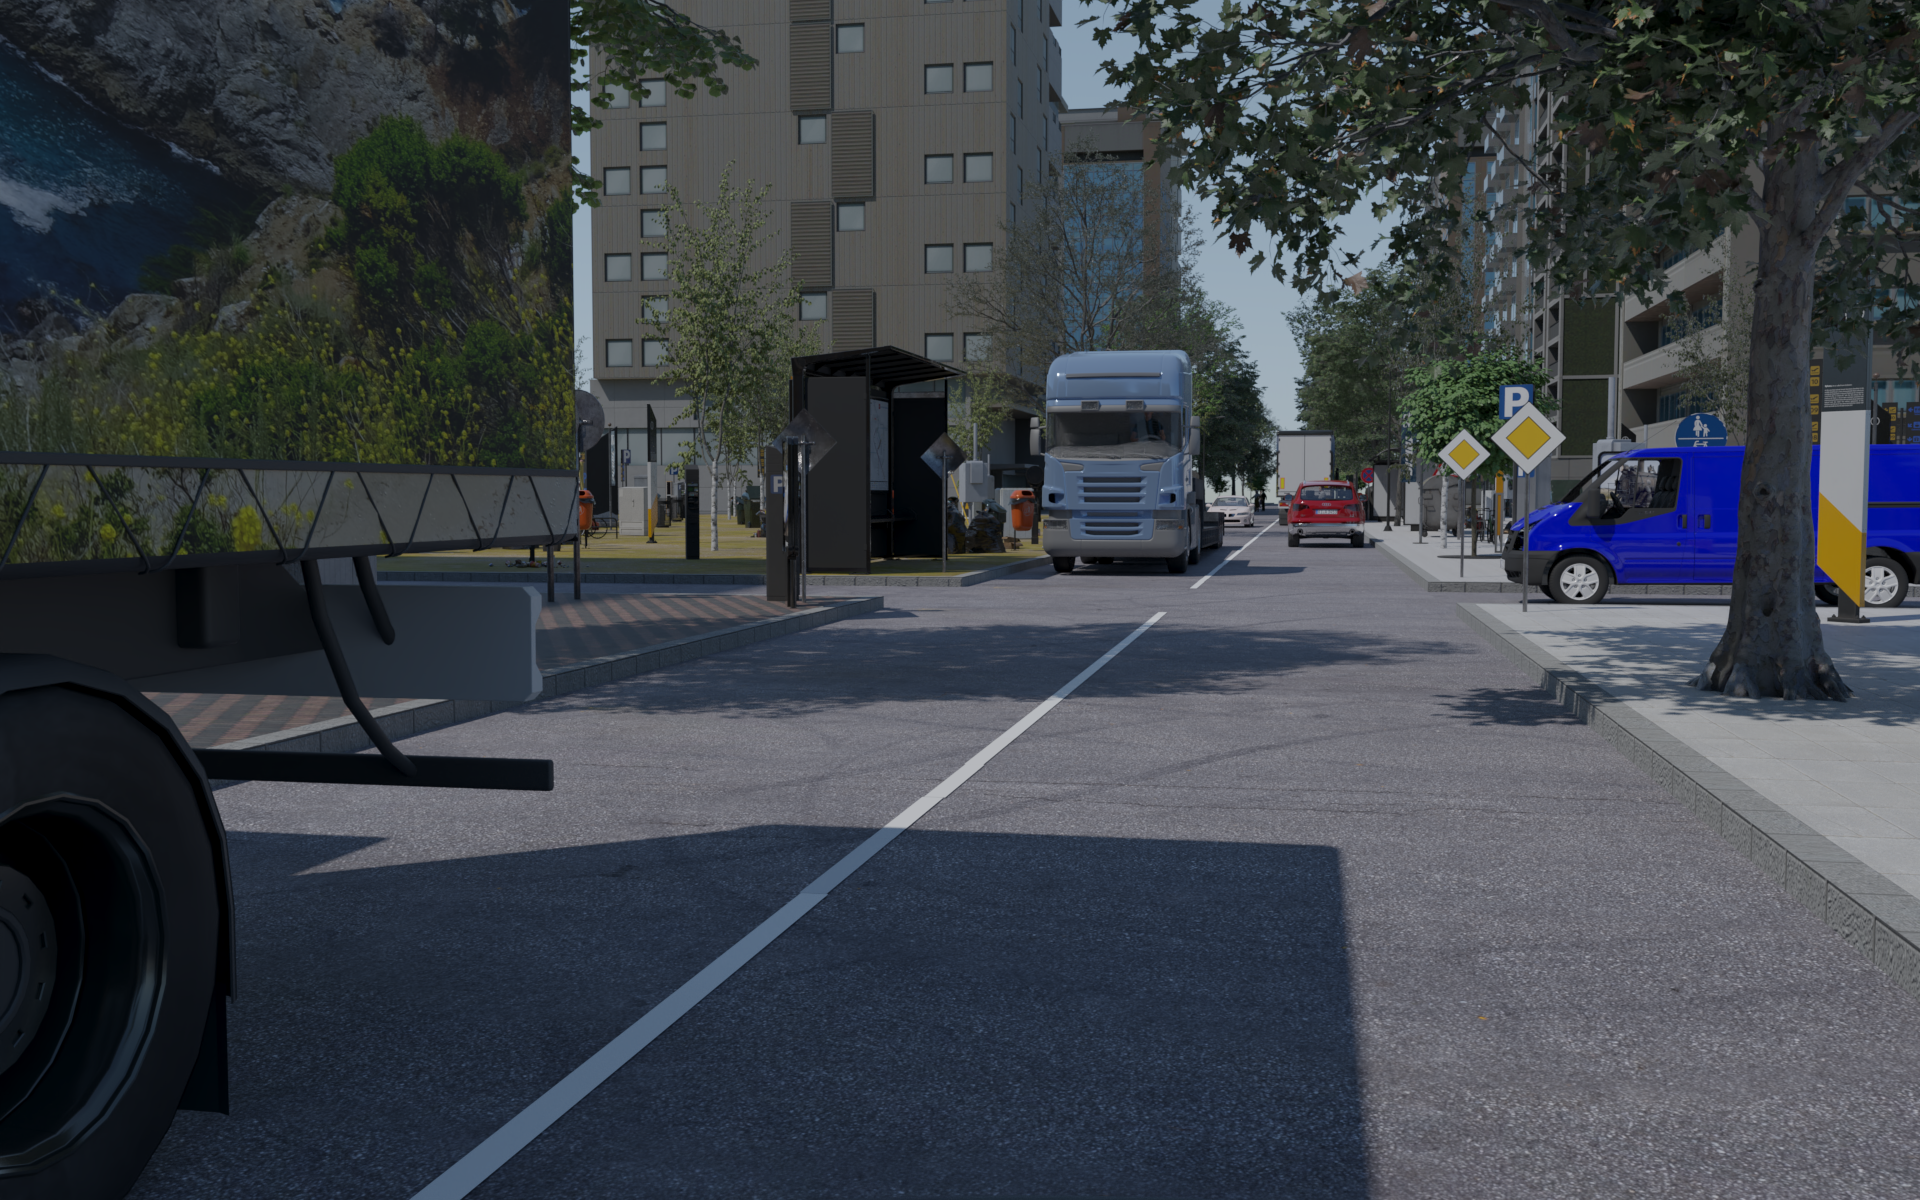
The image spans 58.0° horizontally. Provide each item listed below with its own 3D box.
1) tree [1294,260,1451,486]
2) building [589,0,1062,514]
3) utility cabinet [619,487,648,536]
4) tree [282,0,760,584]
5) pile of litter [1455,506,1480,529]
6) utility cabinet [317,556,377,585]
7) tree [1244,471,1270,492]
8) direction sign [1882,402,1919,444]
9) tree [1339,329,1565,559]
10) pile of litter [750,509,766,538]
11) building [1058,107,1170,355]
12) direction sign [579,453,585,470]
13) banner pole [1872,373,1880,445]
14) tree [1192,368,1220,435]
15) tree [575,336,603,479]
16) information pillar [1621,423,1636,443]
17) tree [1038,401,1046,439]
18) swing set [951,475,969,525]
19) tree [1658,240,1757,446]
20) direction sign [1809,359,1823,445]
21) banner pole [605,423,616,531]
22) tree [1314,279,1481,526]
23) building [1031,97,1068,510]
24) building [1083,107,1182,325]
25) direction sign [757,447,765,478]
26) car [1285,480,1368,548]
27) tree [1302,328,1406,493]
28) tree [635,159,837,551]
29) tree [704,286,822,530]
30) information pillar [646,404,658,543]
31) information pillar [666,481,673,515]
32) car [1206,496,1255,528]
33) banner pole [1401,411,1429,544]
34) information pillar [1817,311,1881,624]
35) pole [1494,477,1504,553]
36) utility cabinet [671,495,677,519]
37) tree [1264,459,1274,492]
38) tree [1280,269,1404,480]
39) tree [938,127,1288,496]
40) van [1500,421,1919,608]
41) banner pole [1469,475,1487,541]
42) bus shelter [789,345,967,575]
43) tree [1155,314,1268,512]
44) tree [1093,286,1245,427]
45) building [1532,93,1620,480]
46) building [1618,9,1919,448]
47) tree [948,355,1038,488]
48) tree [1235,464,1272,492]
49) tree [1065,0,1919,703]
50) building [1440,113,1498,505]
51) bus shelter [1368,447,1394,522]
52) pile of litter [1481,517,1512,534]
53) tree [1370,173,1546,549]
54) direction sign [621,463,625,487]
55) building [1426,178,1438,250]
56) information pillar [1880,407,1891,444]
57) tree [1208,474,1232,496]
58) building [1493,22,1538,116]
[{"bbox_3d":[22.140,-11.341,92.082,9.857,13.997,8.962,0,3,0],"label":"tree"},{"bbox_3d":[-7.775,-32.436,119.575,28.713,52.752,27.495,1,4,11],"label":"building"},{"bbox_3d":[-9.984,-2.722,53.175,1.173,1.500,0.318,3,5,40],"label":"utility cabinet"},{"bbox_3d":[-4.985,-5.739,11.958,7.486,12.596,7.792,0,3,0],"label":"tree"},{"bbox_3d":[18.758,-3.067,64.118,1.719,0.858,1.176,0,4,-1],"label":"pile of litter"},{"bbox_3d":[-6.203,-0.367,17.156,0.306,1.237,1.020,1,4,18],"label":"utility cabinet"},{"bbox_3d":[37.395,-14.332,218.034,4.285,4.588,4.351,0,3,0],"label":"tree"},{"bbox_3d":[23.172,-3.101,42.700,0.876,3.537,0.379,2,4,28],"label":"direction sign"},{"bbox_3d":[10.427,-3.122,34.763,4.285,4.588,4.351,0,3,0],"label":"tree"},{"bbox_3d":[-5.582,-2.276,51.176,1.176,0.858,1.719,-3,5,-40],"label":"pile of litter"},{"bbox_3d":[17.275,-33.931,204.874,14.600,45.320,14.200,1,4,11],"label":"building"},{"bbox_3d":[-19.372,-5.991,89.943,0.876,3.537,0.379,2,4,28],"label":"direction sign"},{"bbox_3d":[18.671,-2.803,35.845,0.863,3.779,0.401,0,4,3],"label":"banner pole"},{"bbox_3d":[11.851,-8.781,93.925,4.737,8.622,4.395,0,3,0],"label":"tree"},{"bbox_3d":[-17.388,-7.660,75.605,4.360,8.622,3.978,0,3,0],"label":"tree"},{"bbox_3d":[21.866,-4.001,56.775,0.504,3.616,0.183,1,4,15],"label":"information pillar"},{"bbox_3d":[6.495,-8.964,96.921,4.737,8.622,4.395,0,3,0],"label":"tree"},{"bbox_3d":[-1.696,-4.548,71.973,2.862,2.851,3.119,3,5,41],"label":"swing set"},{"bbox_3d":[20.984,-5.869,46.317,4.360,8.622,3.978,0,3,0],"label":"tree"},{"bbox_3d":[14.467,-2.261,28.960,0.379,3.537,0.876,-3,5,-43],"label":"direction sign"},{"bbox_3d":[-12.196,-4.323,60.700,0.401,3.779,0.863,-2,4,-26],"label":"banner pole"},{"bbox_3d":[17.706,-8.197,68.433,7.601,10.594,8.767,0,4,1],"label":"tree"},{"bbox_3d":[-4.783,-27.750,145.600,32.217,40.220,23.993,1,4,11],"label":"building"},{"bbox_3d":[16.485,-39.865,241.035,28.713,52.752,27.495,1,4,11],"label":"building"},{"bbox_3d":[-9.233,-5.550,82.744,0.876,3.537,0.379,0,4,-2],"label":"direction sign"},{"bbox_3d":[10.145,-2.407,48.033,2.281,1.827,5.304,1,4,12],"label":"car"},{"bbox_3d":[26.908,-12.198,117.563,7.486,12.596,7.792,0,3,0],"label":"tree"},{"bbox_3d":[-5.460,-5.431,39.156,4.737,8.622,4.395,0,3,0],"label":"tree"},{"bbox_3d":[-6.859,-6.822,61.910,4.360,8.622,3.978,0,3,0],"label":"tree"},{"bbox_3d":[-8.014,-3.286,45.088,0.183,3.616,0.504,1,4,11],"label":"information pillar"},{"bbox_3d":[-16.597,-5.780,98.996,0.304,2.012,0.304,0,4,8],"label":"information pillar"},{"bbox_3d":[11.794,-3.854,75.371,2.083,1.381,4.827,1,4,12],"label":"car"},{"bbox_3d":[11.750,-3.352,44.824,0.401,3.779,0.863,-3,5,-42],"label":"banner pole"},{"bbox_3d":[8.845,-1.586,17.283,0.183,3.616,0.504,-2,4,-30],"label":"information pillar"},{"bbox_3d":[11.739,-2.679,37.643,0.158,3.312,0.155,0,3,0],"label":"pole"},{"bbox_3d":[-15.080,-4.904,91.339,0.306,1.237,1.020,0,4,-8],"label":"utility cabinet"},{"bbox_3d":[44.897,-18.764,257.146,4.360,8.622,3.978,0,3,0],"label":"tree"},{"bbox_3d":[33.420,-17.622,144.010,12.611,20.169,13.585,0,3,0],"label":"tree"},{"bbox_3d":[4.460,-9.094,59.063,12.009,13.543,11.850,0,3,0],"label":"tree"},{"bbox_3d":[9.628,-1.077,21.988,5.245,2.365,2.240,1,4,13],"label":"van"},{"bbox_3d":[14.102,-3.487,47.026,0.863,3.779,0.401,-3,4,-38],"label":"banner pole"},{"bbox_3d":[-1.324,-2.404,30.587,1.731,3.624,6.357,1,4,11],"label":"bus shelter"},{"bbox_3d":[16.730,-13.002,119.241,9.857,13.997,8.962,0,3,0],"label":"tree"},{"bbox_3d":[9.773,-9.682,84.056,9.928,11.665,9.643,0,3,0],"label":"tree"},{"bbox_3d":[49.121,-41.575,118.007,20.563,71.187,20.611,1,4,11],"label":"building"},{"bbox_3d":[38.312,-27.007,65.264,21.300,48.544,21.600,1,4,11],"label":"building"},{"bbox_3d":[0.762,-8.578,90.617,4.737,8.622,4.395,0,3,0],"label":"tree"},{"bbox_3d":[41.676,-17.853,242.264,4.737,8.622,4.395,0,3,0],"label":"tree"},{"bbox_3d":[5.254,-5.733,10.741,9.611,12.733,9.660,0,3,0],"label":"tree"},{"bbox_3d":[63.187,-33.712,201.297,14.600,45.320,14.200,1,4,11],"label":"building"},{"bbox_3d":[19.409,-5.123,77.690,2.014,3.302,5.546,1,4,11],"label":"bus shelter"},{"bbox_3d":[17.777,-2.542,55.535,1.176,0.858,1.719,-1,4,-13],"label":"pile of litter"},{"bbox_3d":[11.537,-5.532,40.807,4.360,8.622,3.978,0,3,0],"label":"tree"},{"bbox_3d":[-21.084,-7.113,108.289,0.379,3.537,0.876,-2,4,-24],"label":"direction sign"},{"bbox_3d":[74.278,-37.735,236.575,23.786,49.044,30.456,1,4,11],"label":"building"},{"bbox_3d":[22.419,-3.117,42.312,0.504,3.616,0.183,3,5,45],"label":"information pillar"},{"bbox_3d":[19.092,-8.117,127.315,1.663,3.219,1.824,0,3,0],"label":"tree"},{"bbox_3d":[55.777,-32.065,143.873,23.786,49.044,30.456,1,4,11],"label":"building"}]
